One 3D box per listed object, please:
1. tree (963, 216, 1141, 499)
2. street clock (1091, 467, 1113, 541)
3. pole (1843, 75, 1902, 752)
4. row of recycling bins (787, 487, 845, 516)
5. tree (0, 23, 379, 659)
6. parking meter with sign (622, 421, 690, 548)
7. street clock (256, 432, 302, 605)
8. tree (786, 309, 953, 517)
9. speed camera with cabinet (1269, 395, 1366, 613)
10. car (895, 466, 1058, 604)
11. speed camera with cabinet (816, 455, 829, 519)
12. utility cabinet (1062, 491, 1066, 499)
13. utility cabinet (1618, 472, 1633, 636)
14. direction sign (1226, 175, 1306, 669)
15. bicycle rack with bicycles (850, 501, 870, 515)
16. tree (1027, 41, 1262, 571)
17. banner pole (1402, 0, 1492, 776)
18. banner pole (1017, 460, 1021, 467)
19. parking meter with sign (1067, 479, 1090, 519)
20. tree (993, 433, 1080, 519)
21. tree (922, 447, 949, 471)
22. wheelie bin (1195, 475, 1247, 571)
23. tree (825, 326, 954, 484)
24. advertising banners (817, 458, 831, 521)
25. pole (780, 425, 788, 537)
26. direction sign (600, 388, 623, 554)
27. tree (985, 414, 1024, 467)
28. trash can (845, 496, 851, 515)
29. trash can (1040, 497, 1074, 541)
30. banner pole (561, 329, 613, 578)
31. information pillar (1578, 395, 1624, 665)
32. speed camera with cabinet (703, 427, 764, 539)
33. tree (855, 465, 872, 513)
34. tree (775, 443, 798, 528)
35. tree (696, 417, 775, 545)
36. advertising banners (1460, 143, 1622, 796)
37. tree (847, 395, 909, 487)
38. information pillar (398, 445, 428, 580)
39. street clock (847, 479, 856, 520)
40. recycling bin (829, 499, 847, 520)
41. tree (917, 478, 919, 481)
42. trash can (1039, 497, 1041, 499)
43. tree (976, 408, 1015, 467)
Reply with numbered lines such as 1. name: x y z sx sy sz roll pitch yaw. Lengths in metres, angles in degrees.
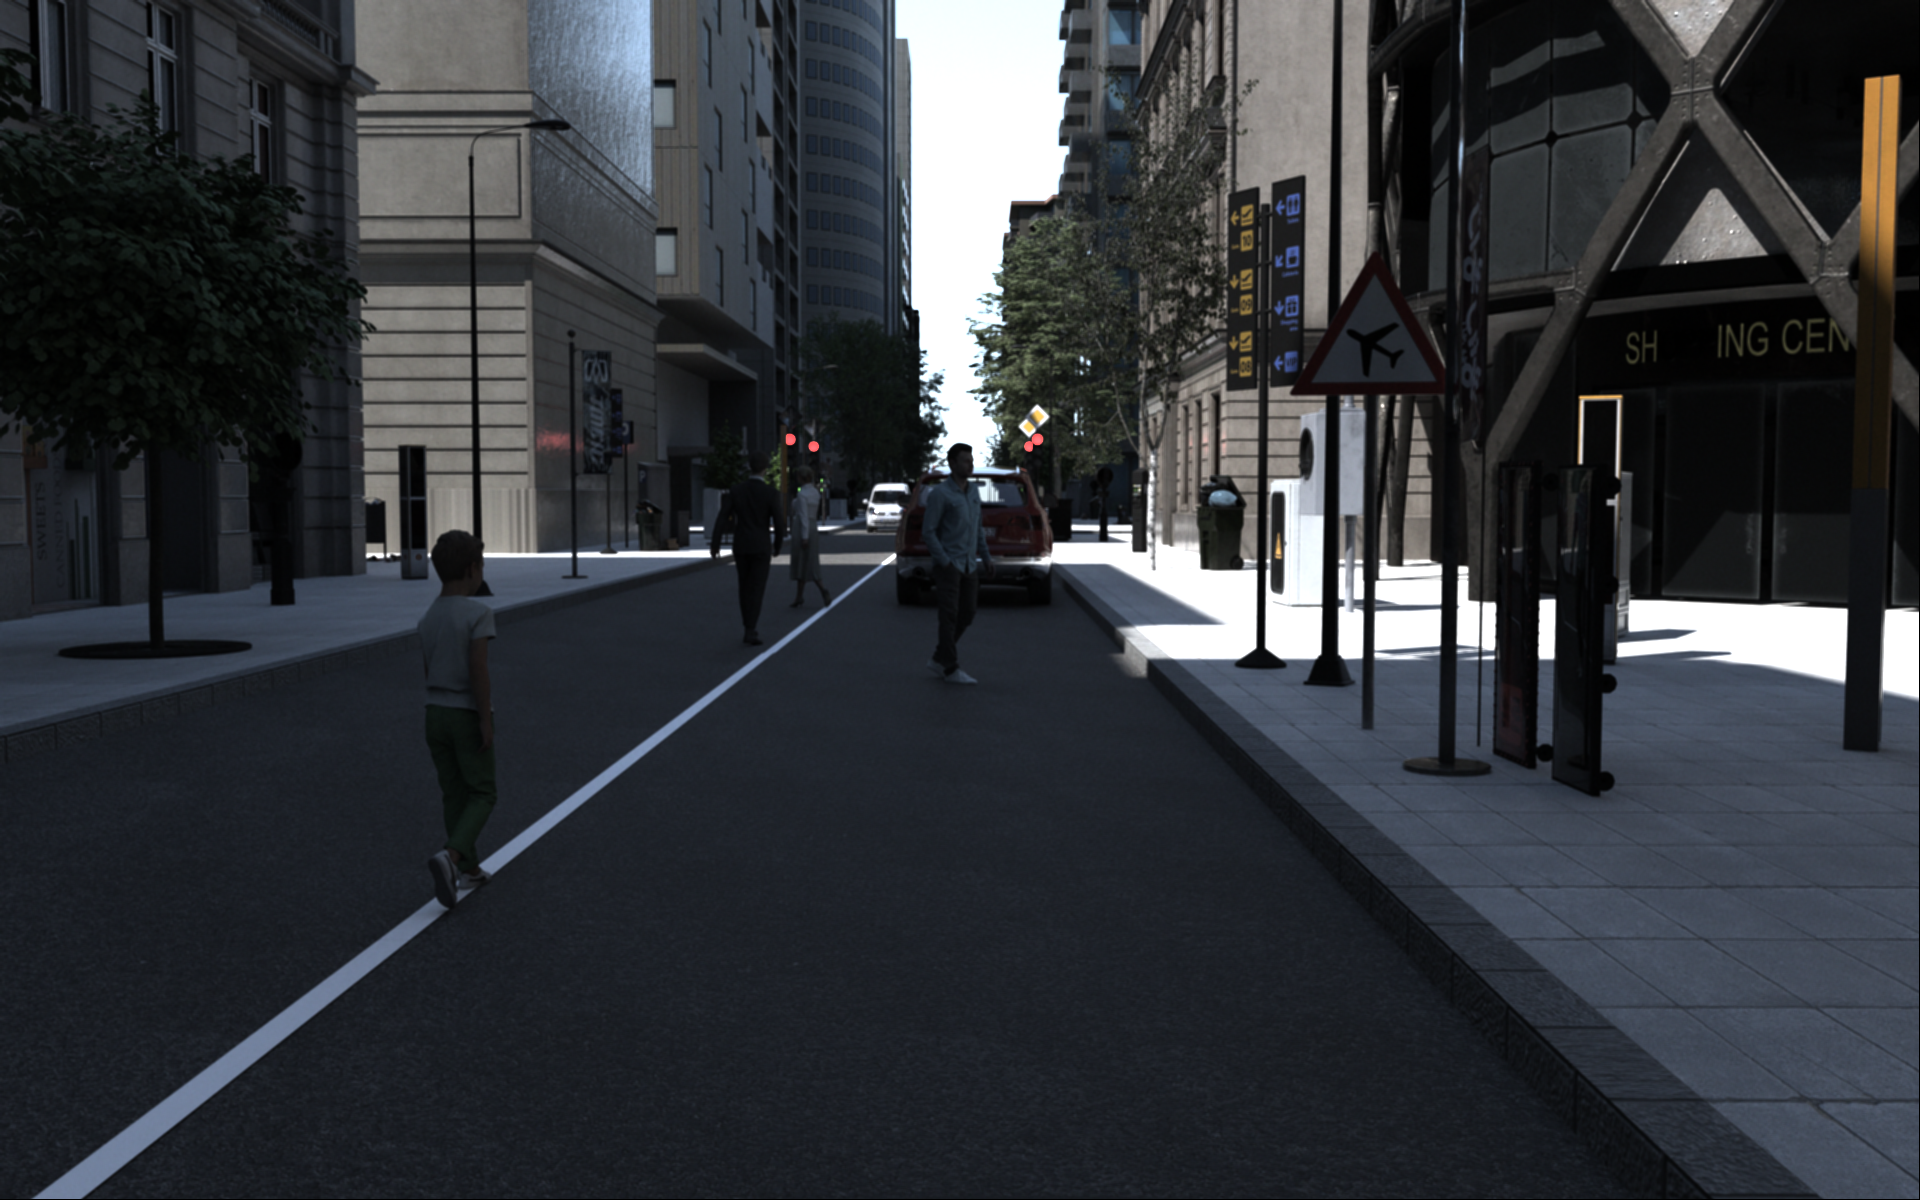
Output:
1. tree: 3.617 -9.383 71.533 7.486 12.596 7.792 0 3 0
2. street clock: 3.891 -2.588 46.892 0.471 2.002 0.358 -1 4 -16
3. pole: 4.537 -0.903 8.609 0.158 3.312 0.155 0 3 0
4. row of recycling bins: -8.419 -5.720 100.641 3.534 1.692 1.069 -1 4 -10
5. tree: -6.499 -1.850 13.960 4.285 4.588 4.351 0 3 0
6. parking meter with sign: -7.382 -2.794 41.941 1.738 3.016 0.543 -3 5 -44
7. street clock: -7.845 -0.944 20.006 0.358 2.002 0.471 2 4 28
8. tree: -5.910 -10.473 96.985 9.928 11.665 9.643 0 3 0
9. speed camera with cabinet: 3.985 -1.536 19.445 0.660 3.252 2.038 0 4 -3
10. car: 0.234 -0.943 24.084 2.281 1.827 5.304 0 4 2
11. speed camera with cabinet: -7.465 -5.783 88.895 0.660 3.252 2.038 -2 4 -34
12. utility cabinet: 8.409 -7.615 133.186 1.173 1.500 0.318 0 4 -3
13. utility cabinet: 5.632 -0.401 15.238 0.318 1.500 1.173 2 4 33
14. direction sign: 2.237 -1.271 12.781 0.379 3.537 0.876 -2 4 -28
15. bicycle rack with bicycles: -6.471 -5.815 108.459 2.852 0.926 2.925 1 4 11
16. tree: 3.180 -4.806 28.940 4.360 8.622 3.978 0 3 0
17. banner pole: 2.208 -1.083 7.722 0.401 3.779 0.863 1 4 14
18. banner pole: 3.008 -6.029 88.594 0.401 3.779 0.863 -1 4 -17
19. parking meter with sign: 5.958 -5.751 90.292 1.738 3.016 0.543 1 4 18
20. tree: 4.169 -5.992 81.677 4.285 4.588 4.351 0 3 0
21. tree: -4.980 -22.158 296.686 8.767 10.594 7.601 -2 4 -24
22. wheelie bin: 4.392 -1.302 29.203 0.693 1.594 0.980 -1 4 -22
23. tree: -5.592 -13.695 130.566 9.857 13.997 8.962 0 3 0
24. advertising banners: -6.568 -5.327 83.289 0.090 3.025 2.074 1 4 16
25. pole: -5.197 -3.505 51.152 0.158 3.312 0.155 0 3 0
26. direction sign: -7.532 -2.754 37.031 0.379 3.537 0.876 2 4 34
27. tree: 4.177 -10.950 129.393 4.360 8.622 3.978 0 3 0
28. trash can: -7.018 -5.737 105.453 0.748 1.137 0.748 0 3 0
29. trash can: 2.730 -2.166 47.070 0.748 1.137 0.748 0 3 0
30. banner pole: -5.701 -2.233 26.519 0.863 3.779 0.401 -2 4 -32
31. information pillar: 4.829 -0.526 13.096 0.304 2.012 0.304 1 4 22
32. speed camera with cabinet: -6.551 -3.416 50.193 0.660 3.252 2.038 2 4 34
33. tree: -6.782 -7.508 117.358 1.663 3.219 1.824 0 3 0
34. tree: -6.891 -4.343 65.605 1.663 3.219 1.824 0 3 0
35. tree: -5.808 -3.017 43.934 1.663 3.219 1.824 0 3 0
36. advertising banners: 2.661 -0.735 8.199 0.090 3.025 2.074 0 4 -2
37. tree: -5.785 -10.518 122.334 4.737 8.622 4.395 0 3 0
38. information pillar: -8.224 -1.319 26.063 0.304 2.012 0.304 -3 5 -43
39. street clock: -5.312 -4.918 84.985 0.358 2.002 0.471 3 4 37
40. recycling bin: -6.162 -4.588 87.561 0.722 1.027 0.722 1 4 18
41. tree: -4.019 -16.476 253.098 4.285 4.588 4.351 0 3 0
42. trash can: 4.355 -5.350 99.121 0.748 1.137 0.748 0 3 0
43. tree: 3.634 -11.758 142.610 4.737 8.622 4.395 0 3 0
